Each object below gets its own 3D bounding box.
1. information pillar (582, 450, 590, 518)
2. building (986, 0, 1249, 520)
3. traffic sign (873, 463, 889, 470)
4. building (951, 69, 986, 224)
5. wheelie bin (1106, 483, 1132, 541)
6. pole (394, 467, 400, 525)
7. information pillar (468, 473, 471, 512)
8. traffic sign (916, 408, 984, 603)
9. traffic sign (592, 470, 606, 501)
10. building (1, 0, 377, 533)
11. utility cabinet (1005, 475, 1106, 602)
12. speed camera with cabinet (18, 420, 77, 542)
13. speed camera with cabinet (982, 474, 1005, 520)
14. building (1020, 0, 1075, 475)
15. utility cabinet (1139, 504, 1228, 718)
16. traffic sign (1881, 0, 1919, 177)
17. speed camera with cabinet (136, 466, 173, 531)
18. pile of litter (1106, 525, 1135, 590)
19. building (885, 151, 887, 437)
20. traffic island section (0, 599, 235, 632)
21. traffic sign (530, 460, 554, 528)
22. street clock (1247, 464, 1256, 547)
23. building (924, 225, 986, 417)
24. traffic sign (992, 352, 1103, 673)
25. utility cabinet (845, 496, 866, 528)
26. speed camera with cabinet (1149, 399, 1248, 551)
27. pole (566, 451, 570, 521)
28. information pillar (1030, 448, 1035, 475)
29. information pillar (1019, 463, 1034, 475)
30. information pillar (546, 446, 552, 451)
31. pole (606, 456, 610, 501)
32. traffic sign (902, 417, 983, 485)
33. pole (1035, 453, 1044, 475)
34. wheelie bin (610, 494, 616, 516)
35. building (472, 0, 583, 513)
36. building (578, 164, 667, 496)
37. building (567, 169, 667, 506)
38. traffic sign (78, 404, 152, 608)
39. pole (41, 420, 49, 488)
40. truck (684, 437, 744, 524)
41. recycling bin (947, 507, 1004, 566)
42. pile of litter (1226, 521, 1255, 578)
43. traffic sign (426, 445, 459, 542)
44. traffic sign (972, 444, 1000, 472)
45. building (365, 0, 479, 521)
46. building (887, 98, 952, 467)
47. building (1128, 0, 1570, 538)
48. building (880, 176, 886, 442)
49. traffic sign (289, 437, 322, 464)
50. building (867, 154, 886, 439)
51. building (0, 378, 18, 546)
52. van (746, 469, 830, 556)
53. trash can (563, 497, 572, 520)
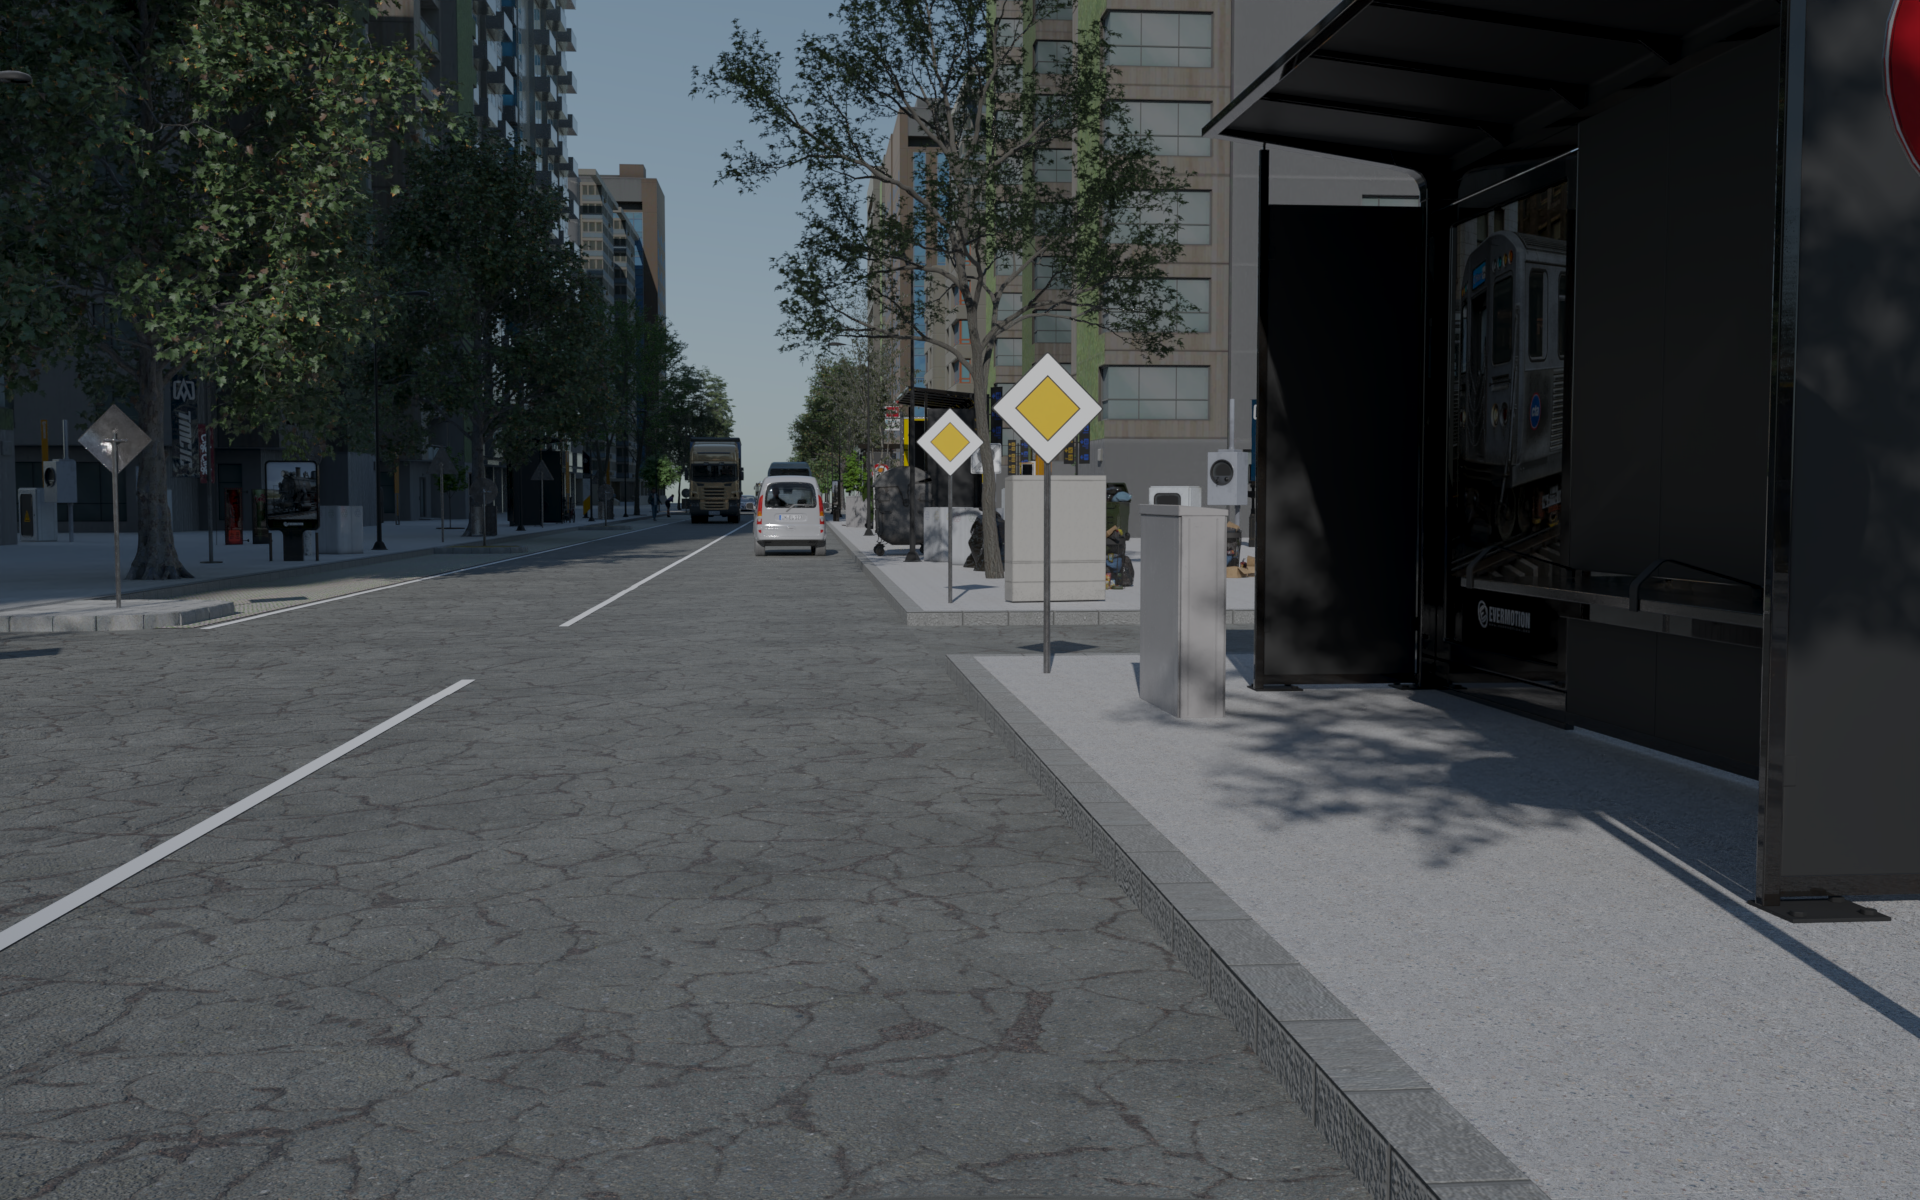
[{"bbox_3d":[-19.896,-6.177,92.352,0.504,3.616,0.183,-2,4,-35],"label":"information pillar"},{"bbox_3d":[8.362,-25.715,104.038,14.154,41.232,14.086,0,4,-5],"label":"building"},{"bbox_3d":[-3.243,-4.352,71.264,0.768,2.556,0.104,0,4,4],"label":"traffic sign"},{"bbox_3d":[11.984,-28.195,152.873,32.217,40.220,23.993,0,4,-5],"label":"building"},{"bbox_3d":[4.265,-2.414,47.372,0.980,1.594,0.693,3,4,36],"label":"wheelie bin"},{"bbox_3d":[-23.337,-4.766,71.769,0.158,3.312,0.155,0,3,0],"label":"pole"},{"bbox_3d":[-16.613,-3.352,59.296,0.304,2.012,0.304,1,4,14],"label":"information pillar"},{"bbox_3d":[-0.118,-1.018,20.289,0.795,2.450,0.064,0,4,-5],"label":"traffic sign"},{"bbox_3d":[-19.404,-5.681,92.885,0.884,2.594,0.081,0,4,2],"label":"traffic sign"},{"bbox_3d":[-30.092,-17.781,62.413,14.160,30.474,14.107,0,4,-5],"label":"building"},{"bbox_3d":[1.132,-0.730,20.619,1.173,1.500,0.318,-1,4,-17],"label":"utility cabinet"},{"bbox_3d":[-24.483,-3.186,46.432,2.038,3.252,0.660,2,4,35],"label":"speed camera with cabinet"},{"bbox_3d":[1.248,-3.369,49.426,2.038,3.252,0.660,-1,4,-22],"label":"speed camera with cabinet"},{"bbox_3d":[9.921,-19.435,89.471,14.160,30.474,14.107,0,4,-5],"label":"building"},{"bbox_3d":[1.333,0.048,10.384,0.306,1.237,1.020,0,4,-7],"label":"utility cabinet"},{"bbox_3d":[2.269,-0.215,3.627,0.768,2.556,0.104,0,4,1],"label":"traffic sign"},{"bbox_3d":[-25.665,-3.718,55.127,0.660,3.252,2.038,-1,4,-11],"label":"speed camera with cabinet"},{"bbox_3d":[1.809,-0.595,23.690,1.176,0.858,1.719,2,4,33],"label":"pile of litter"},{"bbox_3d":[-1.849,-34.315,211.154,14.600,45.320,14.200,0,4,-5],"label":"building"},{"bbox_3d":[-9.497,0.170,19.506,2.009,0.180,2.903,0,4,-5],"label":"traffic island section"},{"bbox_3d":[-15.853,-4.018,65.694,0.884,2.594,0.081,0,4,1],"label":"traffic sign"},{"bbox_3d":[7.073,-2.277,41.797,0.358,2.002,0.471,0,4,5],"label":"street clock"},{"bbox_3d":[12.214,-17.232,126.780,27.650,21.520,28.899,0,4,-5],"label":"building"},{"bbox_3d":[0.618,-0.532,12.338,0.795,2.450,0.064,0,4,-5],"label":"traffic sign"},{"bbox_3d":[-4.025,-3.407,66.863,0.306,1.237,1.020,-3,4,-37],"label":"utility cabinet"},{"bbox_3d":[4.987,-2.570,36.351,2.038,3.252,0.660,2,4,34],"label":"speed camera with cabinet"},{"bbox_3d":[-18.688,-5.423,82.509,0.158,3.312,0.155,0,3,0],"label":"pole"},{"bbox_3d":[2.025,-3.202,43.708,0.504,3.616,0.183,-1,4,-19],"label":"information pillar"},{"bbox_3d":[1.558,-2.205,40.538,0.304,2.012,0.304,0,4,-5],"label":"information pillar"},{"bbox_3d":[-19.770,-5.613,83.122,0.504,3.616,0.183,-1,4,-17],"label":"information pillar"},{"bbox_3d":[-18.712,-6.007,92.060,0.158,3.312,0.155,0,3,0],"label":"pole"},{"bbox_3d":[-0.390,-3.170,45.696,2.265,3.308,0.079,0,4,3],"label":"traffic sign"},{"bbox_3d":[1.550,-2.407,33.199,0.158,3.312,0.155,0,3,0],"label":"pole"},{"bbox_3d":[-19.072,-5.247,93.691,0.980,1.594,0.693,1,4,8],"label":"wheelie bin"},{"bbox_3d":[-42.495,-31.656,137.179,23.786,49.044,30.456,0,4,-5],"label":"building"},{"bbox_3d":[-47.951,-35.983,238.427,14.600,45.320,14.200,0,4,-5],"label":"building"},{"bbox_3d":[-53.975,-32.233,218.885,32.217,40.220,23.993,0,4,-5],"label":"building"},{"bbox_3d":[-9.474,-0.967,19.447,0.795,2.450,0.064,0,4,-5],"label":"traffic sign"},{"bbox_3d":[-25.101,-3.285,47.561,0.158,3.312,0.155,0,3,0],"label":"pole"},{"bbox_3d":[-12.336,-6.043,87.710,2.839,4.237,11.283,0,4,-7],"label":"truck"},{"bbox_3d":[0.308,-1.145,31.280,0.722,1.027,0.722,3,4,36],"label":"recycling bin"},{"bbox_3d":[4.299,-0.790,26.890,1.719,0.858,1.176,0,4,1],"label":"pile of litter"},{"bbox_3d":[-13.733,-2.808,45.920,0.884,2.594,0.081,0,4,4],"label":"traffic sign"},{"bbox_3d":[0.526,-2.011,35.007,0.606,2.300,0.079,0,4,1],"label":"traffic sign"},{"bbox_3d":[-31.852,-24.494,84.072,14.154,41.232,14.086,0,4,-5],"label":"building"},{"bbox_3d":[-0.342,-33.453,197.059,14.600,45.320,14.200,0,4,-5],"label":"building"},{"bbox_3d":[10.536,-22.808,56.501,14.154,41.232,14.086,0,4,-5],"label":"building"},{"bbox_3d":[-3.445,-33.159,225.748,14.154,41.232,14.086,0,4,-5],"label":"building"},{"bbox_3d":[-14.662,-2.366,38.786,0.768,2.556,0.104,0,4,2],"label":"traffic sign"},{"bbox_3d":[-1.960,-37.922,243.721,21.300,48.544,21.600,0,4,-5],"label":"building"},{"bbox_3d":[-30.274,-21.508,35.245,14.154,41.232,14.086,0,4,-5],"label":"building"},{"bbox_3d":[-4.085,-2.095,41.265,2.013,2.044,4.112,0,4,-7],"label":"van"},{"bbox_3d":[-19.523,-4.527,85.663,0.748,1.137,0.748,0,3,0],"label":"trash can"}]
